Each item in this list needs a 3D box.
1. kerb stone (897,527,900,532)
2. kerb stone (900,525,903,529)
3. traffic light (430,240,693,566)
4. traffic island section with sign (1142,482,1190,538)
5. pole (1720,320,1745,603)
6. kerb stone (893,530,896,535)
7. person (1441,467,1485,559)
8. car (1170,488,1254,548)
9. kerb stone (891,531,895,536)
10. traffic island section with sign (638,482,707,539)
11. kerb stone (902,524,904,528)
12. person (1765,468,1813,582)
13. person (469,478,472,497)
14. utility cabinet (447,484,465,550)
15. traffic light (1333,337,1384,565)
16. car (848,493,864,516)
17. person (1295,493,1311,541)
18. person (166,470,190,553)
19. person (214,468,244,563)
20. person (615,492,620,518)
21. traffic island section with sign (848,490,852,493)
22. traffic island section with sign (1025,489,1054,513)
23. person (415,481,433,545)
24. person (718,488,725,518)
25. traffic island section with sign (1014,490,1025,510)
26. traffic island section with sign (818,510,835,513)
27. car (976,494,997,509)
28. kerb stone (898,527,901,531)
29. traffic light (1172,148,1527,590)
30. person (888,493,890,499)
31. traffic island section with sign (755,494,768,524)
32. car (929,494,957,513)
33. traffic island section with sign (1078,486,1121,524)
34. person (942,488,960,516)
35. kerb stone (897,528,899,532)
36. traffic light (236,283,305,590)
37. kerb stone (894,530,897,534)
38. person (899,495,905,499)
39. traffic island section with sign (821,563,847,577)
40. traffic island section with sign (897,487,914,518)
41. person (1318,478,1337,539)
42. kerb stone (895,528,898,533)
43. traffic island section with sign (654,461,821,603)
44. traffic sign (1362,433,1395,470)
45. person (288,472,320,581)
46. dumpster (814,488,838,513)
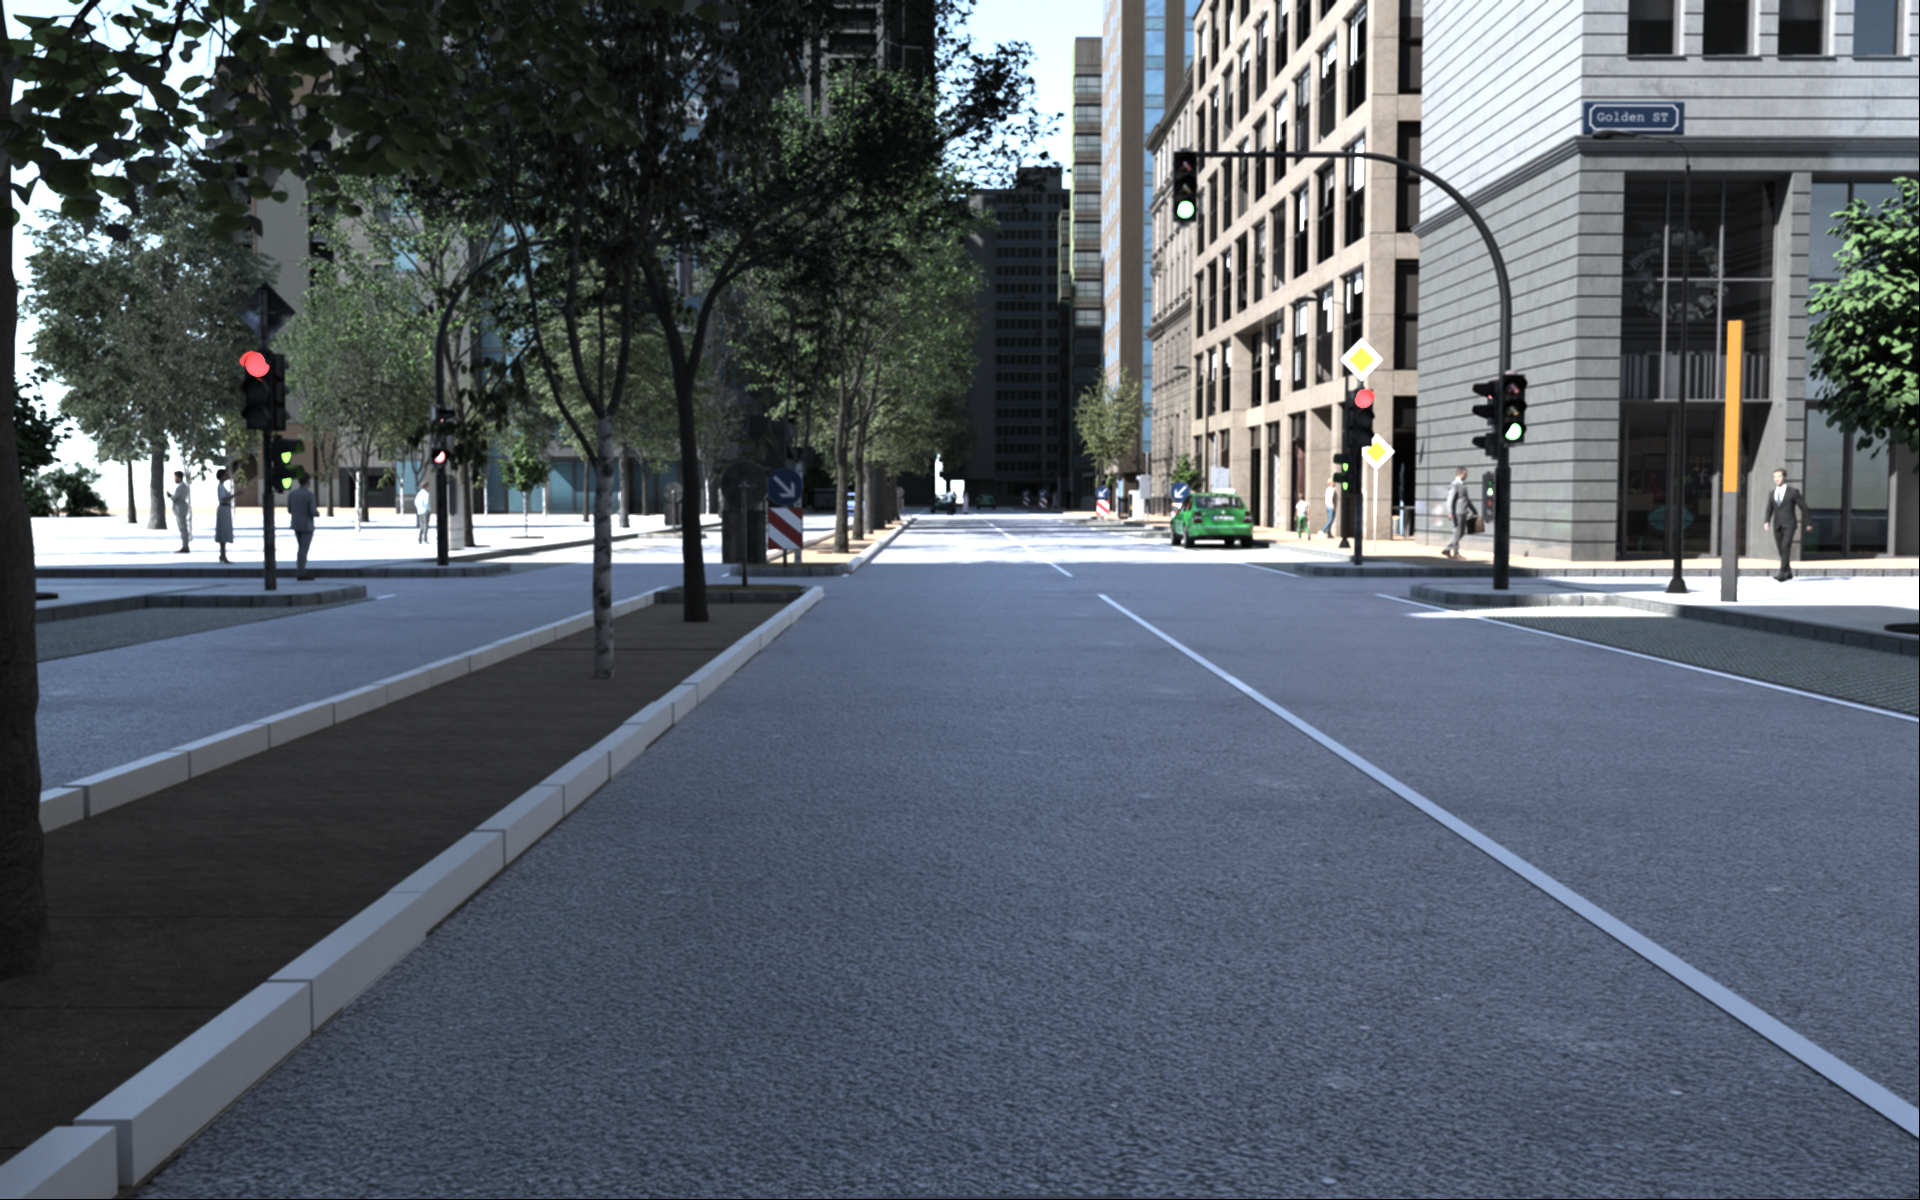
[{"bbox_3d":[-2.318,-2.436,62.027,0.120,0.150,1.000,0,4,-1],"label":"kerb stone"},{"bbox_3d":[-2.356,-2.687,66.132,0.120,0.150,1.000,0,4,-1],"label":"kerb stone"},{"bbox_3d":[-7.191,-3.451,31.089,4.771,5.953,1.251,0,4,-1],"label":"traffic light"},{"bbox_3d":[6.985,-2.933,56.578,1.989,1.847,2.006,0,4,-1],"label":"traffic island section with sign"},{"bbox_3d":[9.132,-1.629,20.474,0.158,3.312,0.155,0,3,0],"label":"pole"},{"bbox_3d":[-2.264,-2.123,56.914,0.120,0.150,1.000,0,4,-1],"label":"kerb stone"},{"bbox_3d":[9.906,-1.719,34.276,0.853,1.813,0.709,3,4,36],"label":"person"},{"bbox_3d":[6.802,-2.339,47.033,1.959,1.807,4.718,0,4,0],"label":"car"},{"bbox_3d":[-2.258,-2.061,55.885,0.120,0.150,1.000,0,4,-1],"label":"kerb stone"},{"bbox_3d":[-9.223,-2.884,55.774,1.989,1.847,2.006,0,4,-1],"label":"traffic island section with sign"},{"bbox_3d":[-2.377,-2.813,68.185,0.120,0.150,1.000,0,4,-1],"label":"kerb stone"},{"bbox_3d":[13.479,-1.229,28.380,0.755,1.850,0.659,-2,4,-33],"label":"person"},{"bbox_3d":[-15.539,-2.935,54.372,0.444,1.785,0.601,0,4,7],"label":"person"},{"bbox_3d":[-11.620,-1.885,39.505,0.318,1.500,1.173,0,4,-1],"label":"utility cabinet"},{"bbox_3d":[7.179,-2.586,31.206,0.839,4.253,0.868,0,4,-1],"label":"traffic light"},{"bbox_3d":[-6.698,-6.189,110.781,1.945,1.707,3.694,0,4,1],"label":"car"},{"bbox_3d":[9.440,-2.284,47.628,0.306,1.304,0.590,-1,4,-21],"label":"person"},{"bbox_3d":[-17.081,-1.932,37.817,0.466,1.800,0.511,-2,4,-26],"label":"person"},{"bbox_3d":[-13.539,-1.557,32.077,0.524,1.755,0.480,-2,4,-25],"label":"person"},{"bbox_3d":[-18.027,-5.205,91.810,0.598,1.740,0.731,-2,4,-34],"label":"person"},{"bbox_3d":[-10.221,-9.287,160.466,1.989,1.847,2.006,0,4,-1],"label":"traffic island section with sign"},{"bbox_3d":[6.260,-7.648,133.677,1.989,1.847,2.006,0,4,-1],"label":"traffic island section with sign"},{"bbox_3d":[-13.533,-2.199,43.805,0.330,1.601,0.589,-3,4,-38],"label":"person"},{"bbox_3d":[-12.514,-5.229,91.343,0.447,1.846,0.655,-3,4,-36],"label":"person"},{"bbox_3d":[5.996,-9.297,160.631,1.989,1.847,2.006,0,4,-1],"label":"traffic island section with sign"},{"bbox_3d":[-9.954,-7.604,132.945,1.989,1.847,2.006,0,4,-1],"label":"traffic island section with sign"},{"bbox_3d":[2.502,-9.548,164.909,1.959,1.807,4.718,0,4,1],"label":"car"},{"bbox_3d":[-2.330,-2.495,63.050,0.120,0.150,1.000,0,4,-1],"label":"kerb stone"},{"bbox_3d":[5.163,-2.960,23.060,4.771,5.953,1.251,0,4,-1],"label":"traffic light"},{"bbox_3d":[-6.038,-8.880,154.132,0.683,1.767,0.568,-1,4,-17],"label":"person"},{"bbox_3d":[-9.481,-4.548,82.995,1.989,1.847,2.006,0,4,-1],"label":"traffic island section with sign"},{"bbox_3d":[-1.281,-7.313,131.358,2.131,1.459,4.920,0,4,-2],"label":"car"},{"bbox_3d":[6.731,-4.599,83.823,1.989,1.847,2.006,0,4,-1],"label":"traffic island section with sign"},{"bbox_3d":[-0.644,-6.547,115.525,1.348,1.826,0.705,2,4,29],"label":"person"},{"bbox_3d":[-2.312,-2.374,61.003,0.120,0.150,1.000,0,4,-1],"label":"kerb stone"},{"bbox_3d":[-9.206,-2.087,23.050,0.839,4.253,0.868,0,4,-1],"label":"traffic light"},{"bbox_3d":[-2.277,-2.185,57.937,0.120,0.150,1.000,0,4,-1],"label":"kerb stone"},{"bbox_3d":[-5.568,-9.414,162.420,1.348,1.824,0.705,3,5,45],"label":"person"},{"bbox_3d":[-3.060,-1.391,30.884,2.006,1.907,1.989,0,4,-1],"label":"traffic island section with sign"},{"bbox_3d":[-3.780,-5.987,106.019,2.006,1.907,1.989,0,4,-1],"label":"traffic island section with sign"},{"bbox_3d":[10.606,-2.639,49.862,0.598,1.740,0.731,-1,4,-15],"label":"person"},{"bbox_3d":[-2.301,-2.307,59.981,0.120,0.150,1.000,0,4,-1],"label":"kerb stone"},{"bbox_3d":[-3.000,-0.938,23.477,2.006,1.907,1.989,0,4,-1],"label":"traffic island section with sign"},{"bbox_3d":[9.023,-2.310,37.498,0.795,2.593,0.064,1,4,8],"label":"traffic sign"},{"bbox_3d":[-10.872,-1.234,28.869,0.606,1.804,0.583,1,4,19],"label":"person"},{"bbox_3d":[-10.046,-7.428,129.655,1.865,1.857,1.264,0,4,-3],"label":"dumpster"}]
